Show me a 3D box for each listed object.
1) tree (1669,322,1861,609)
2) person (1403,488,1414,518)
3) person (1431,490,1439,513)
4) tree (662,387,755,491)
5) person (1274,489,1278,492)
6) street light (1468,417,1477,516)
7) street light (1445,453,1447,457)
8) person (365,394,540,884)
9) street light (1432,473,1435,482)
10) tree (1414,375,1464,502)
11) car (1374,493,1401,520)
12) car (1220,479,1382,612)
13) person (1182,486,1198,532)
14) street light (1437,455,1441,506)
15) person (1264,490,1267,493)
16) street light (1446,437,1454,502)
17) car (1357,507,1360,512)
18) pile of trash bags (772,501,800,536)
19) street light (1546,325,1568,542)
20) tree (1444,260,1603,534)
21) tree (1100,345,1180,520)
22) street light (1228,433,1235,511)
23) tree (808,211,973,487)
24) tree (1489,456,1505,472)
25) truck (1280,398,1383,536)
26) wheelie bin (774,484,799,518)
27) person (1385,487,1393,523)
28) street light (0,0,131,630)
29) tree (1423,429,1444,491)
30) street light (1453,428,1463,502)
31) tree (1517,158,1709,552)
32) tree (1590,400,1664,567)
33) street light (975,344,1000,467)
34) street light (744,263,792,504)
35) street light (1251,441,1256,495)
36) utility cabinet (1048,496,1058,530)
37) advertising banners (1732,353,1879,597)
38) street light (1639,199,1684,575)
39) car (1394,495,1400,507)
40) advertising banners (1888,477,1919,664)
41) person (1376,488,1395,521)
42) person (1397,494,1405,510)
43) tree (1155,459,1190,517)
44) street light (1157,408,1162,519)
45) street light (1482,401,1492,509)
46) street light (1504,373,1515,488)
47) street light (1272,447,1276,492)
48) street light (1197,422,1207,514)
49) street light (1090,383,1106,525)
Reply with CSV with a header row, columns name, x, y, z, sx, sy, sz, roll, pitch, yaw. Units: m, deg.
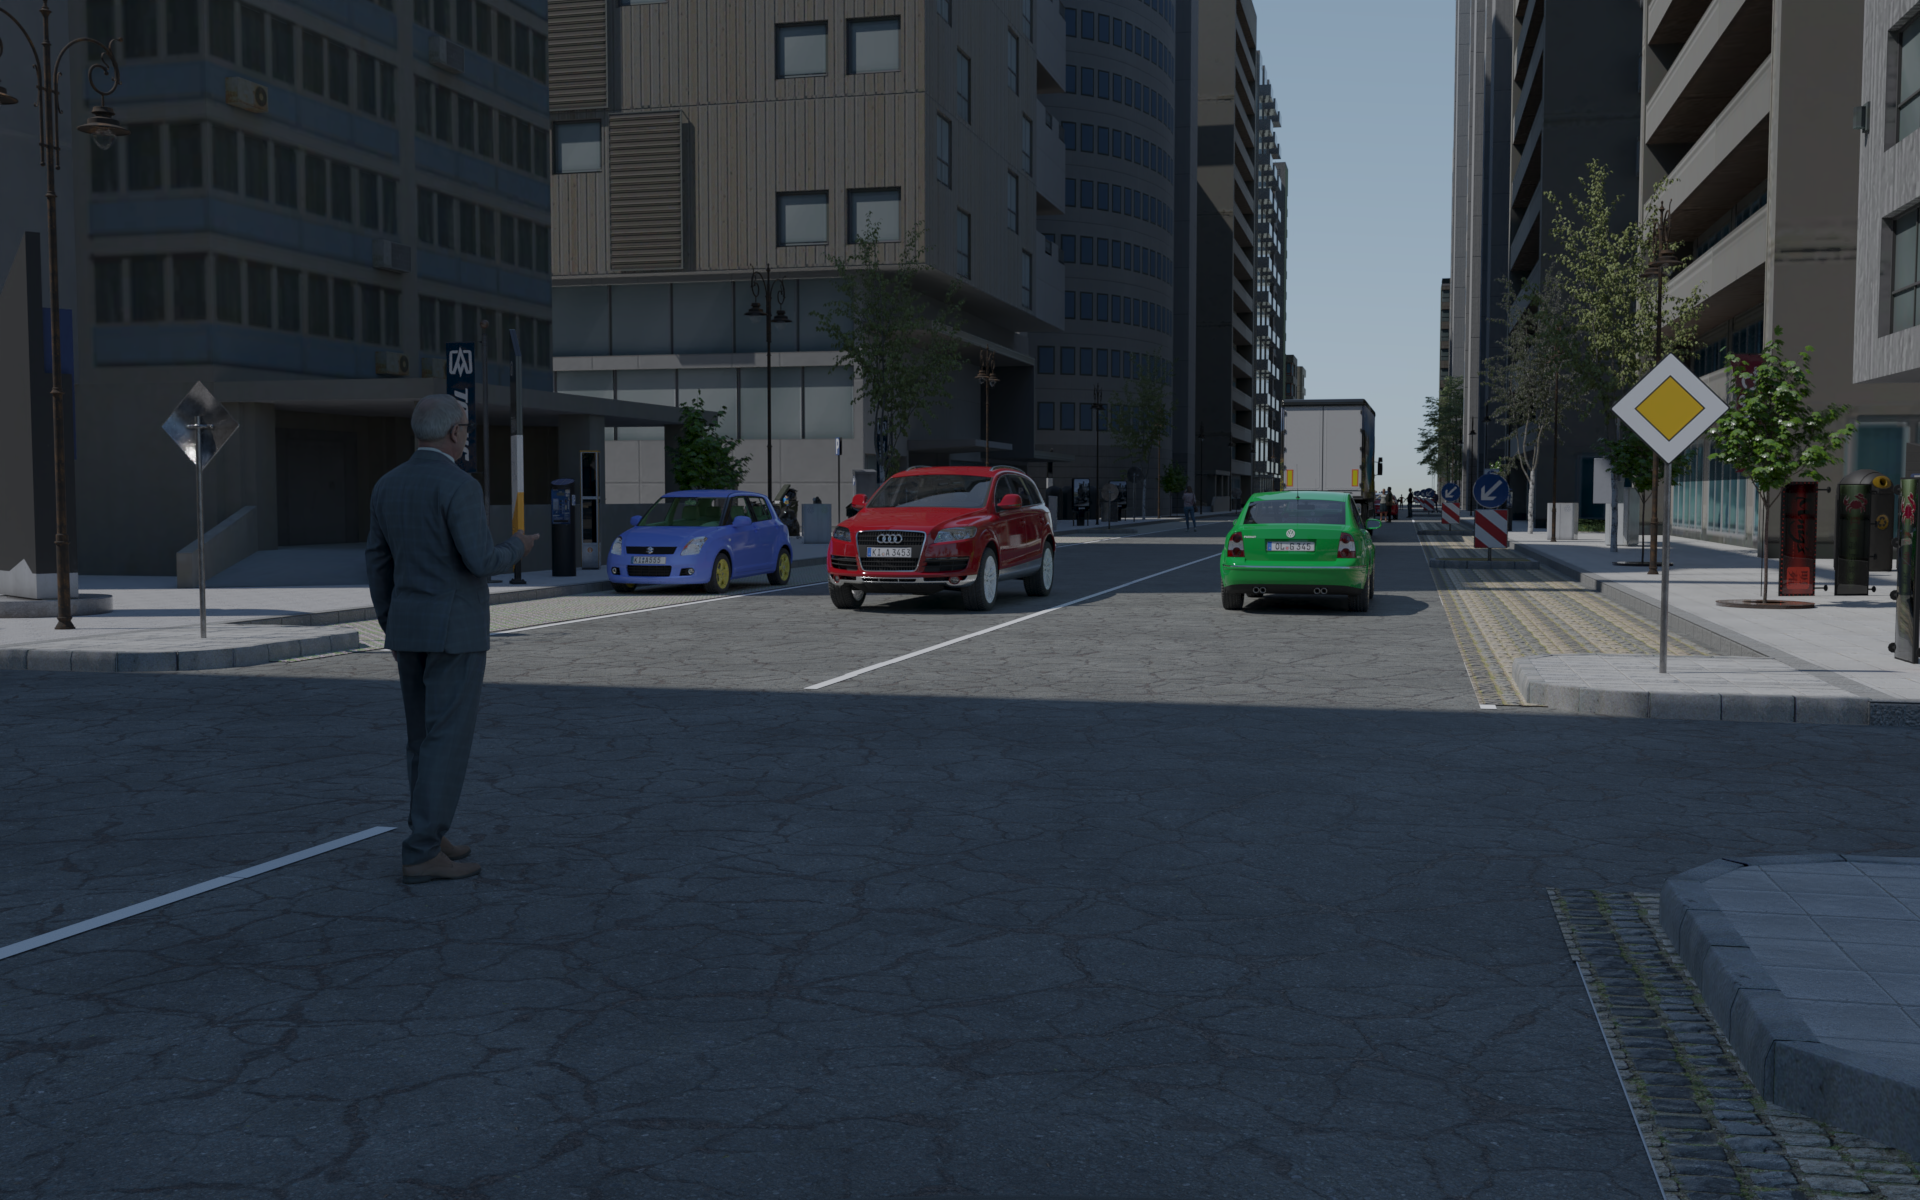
name,x,y,z,sx,sy,sz,roll,pitch,yaw
tree,9.293,-1.528,19.591,1.663,3.219,1.824,0,3,0
person,27.170,-5.881,104.666,0.705,1.822,1.348,-1,4,-10
person,35.807,-7.414,130.638,0.541,1.710,0.530,2,4,33
tree,-4.765,-2.249,31.375,1.663,3.219,1.824,0,3,0
person,16.234,-4.861,88.902,0.541,1.710,0.530,-1,4,-21
street light,30.262,-7.926,102.377,0.468,5.910,1.993,1,4,14
street light,44.528,-11.343,158.247,0.468,5.910,1.993,1,4,14
person,-1.914,0.129,6.571,0.661,1.801,0.590,2,4,33
street light,55.510,-13.980,201.367,0.468,5.910,1.993,1,4,14
tree,47.438,-15.146,165.769,7.486,12.596,7.792,0,3,0
car,23.994,-5.476,98.579,2.155,1.783,4.494,1,4,13
car,4.476,-0.843,22.577,1.959,1.807,4.718,1,4,15
person,8.825,-3.496,66.246,0.593,1.750,0.643,0,4,-2
street light,50.522,-12.801,182.091,0.468,5.910,1.993,1,4,14
person,22.708,-7.284,128.531,0.756,1.711,0.436,-2,4,-27
street light,39.744,-10.208,139.689,0.468,5.910,1.993,1,4,14
car,9.024,-2.125,43.547,1.959,1.807,4.718,1,4,15
pile of trash bags,-6.683,-2.628,52.720,3.447,1.369,1.912,-2,4,-23
street light,15.870,-4.486,46.136,0.468,5.910,1.993,1,4,14
tree,18.500,-6.441,55.679,4.360,8.622,3.978,0,3,0
tree,9.112,-8.317,86.339,4.737,8.622,4.395,0,3,0
street light,20.007,-9.495,128.024,0.468,5.910,1.993,1,4,14
tree,-1.838,-5.853,46.066,4.737,8.622,4.395,0,3,0
tree,27.491,-5.734,88.359,1.663,3.219,1.824,0,3,0
truck,12.181,-4.133,56.485,2.839,4.237,11.283,1,4,15
wheelie bin,-5.524,-2.897,55.272,0.693,1.594,0.980,-1,4,-23
person,21.588,-4.808,87.208,0.705,1.812,1.348,1,4,11
street light,-8.502,-2.660,16.273,0.468,5.910,1.993,1,4,14
tree,48.289,-13.610,172.880,4.360,8.622,3.978,0,3,0
street light,34.919,-9.063,120.968,0.468,5.910,1.993,1,4,14
tree,14.361,-5.351,37.848,4.737,8.622,4.395,0,3,0
tree,12.362,-2.222,30.929,1.663,3.219,1.824,0,3,0
street light,0.850,-4.933,53.444,0.468,5.910,1.993,1,4,14
street light,-3.839,-3.797,34.861,0.468,5.910,1.993,1,4,14
street light,24.939,-10.686,147.502,0.468,5.910,1.993,1,4,14
utility cabinet,3.310,-3.082,61.558,0.306,1.237,1.020,0,4,5
advertising banners,10.541,-1.559,21.675,2.074,3.025,0.090,-1,4,-8
street light,11.059,-3.344,27.457,0.468,5.910,1.993,1,4,14
car,33.335,-7.536,135.214,2.014,1.417,4.499,1,4,15
advertising banners,7.108,-0.996,12.478,0.090,3.025,2.074,1,4,12
person,22.431,-5.044,91.762,1.217,1.735,0.721,2,4,26
person,40.028,-8.887,157.054,1.065,1.426,0.557,0,4,-1
tree,12.138,-6.315,97.846,1.663,3.219,1.824,0,3,0
street light,10.414,-7.199,90.490,0.468,5.910,1.993,1,4,14
street light,25.582,-6.817,84.247,0.468,5.910,1.993,1,4,14
street light,20.767,-5.670,65.491,0.468,5.910,1.993,1,4,14
street light,30.897,-12.109,170.770,0.468,5.910,1.993,1,4,14
street light,15.259,-8.359,109.457,0.468,5.910,1.993,1,4,14
street light,5.731,-6.075,72.115,0.468,5.910,1.993,1,4,14
